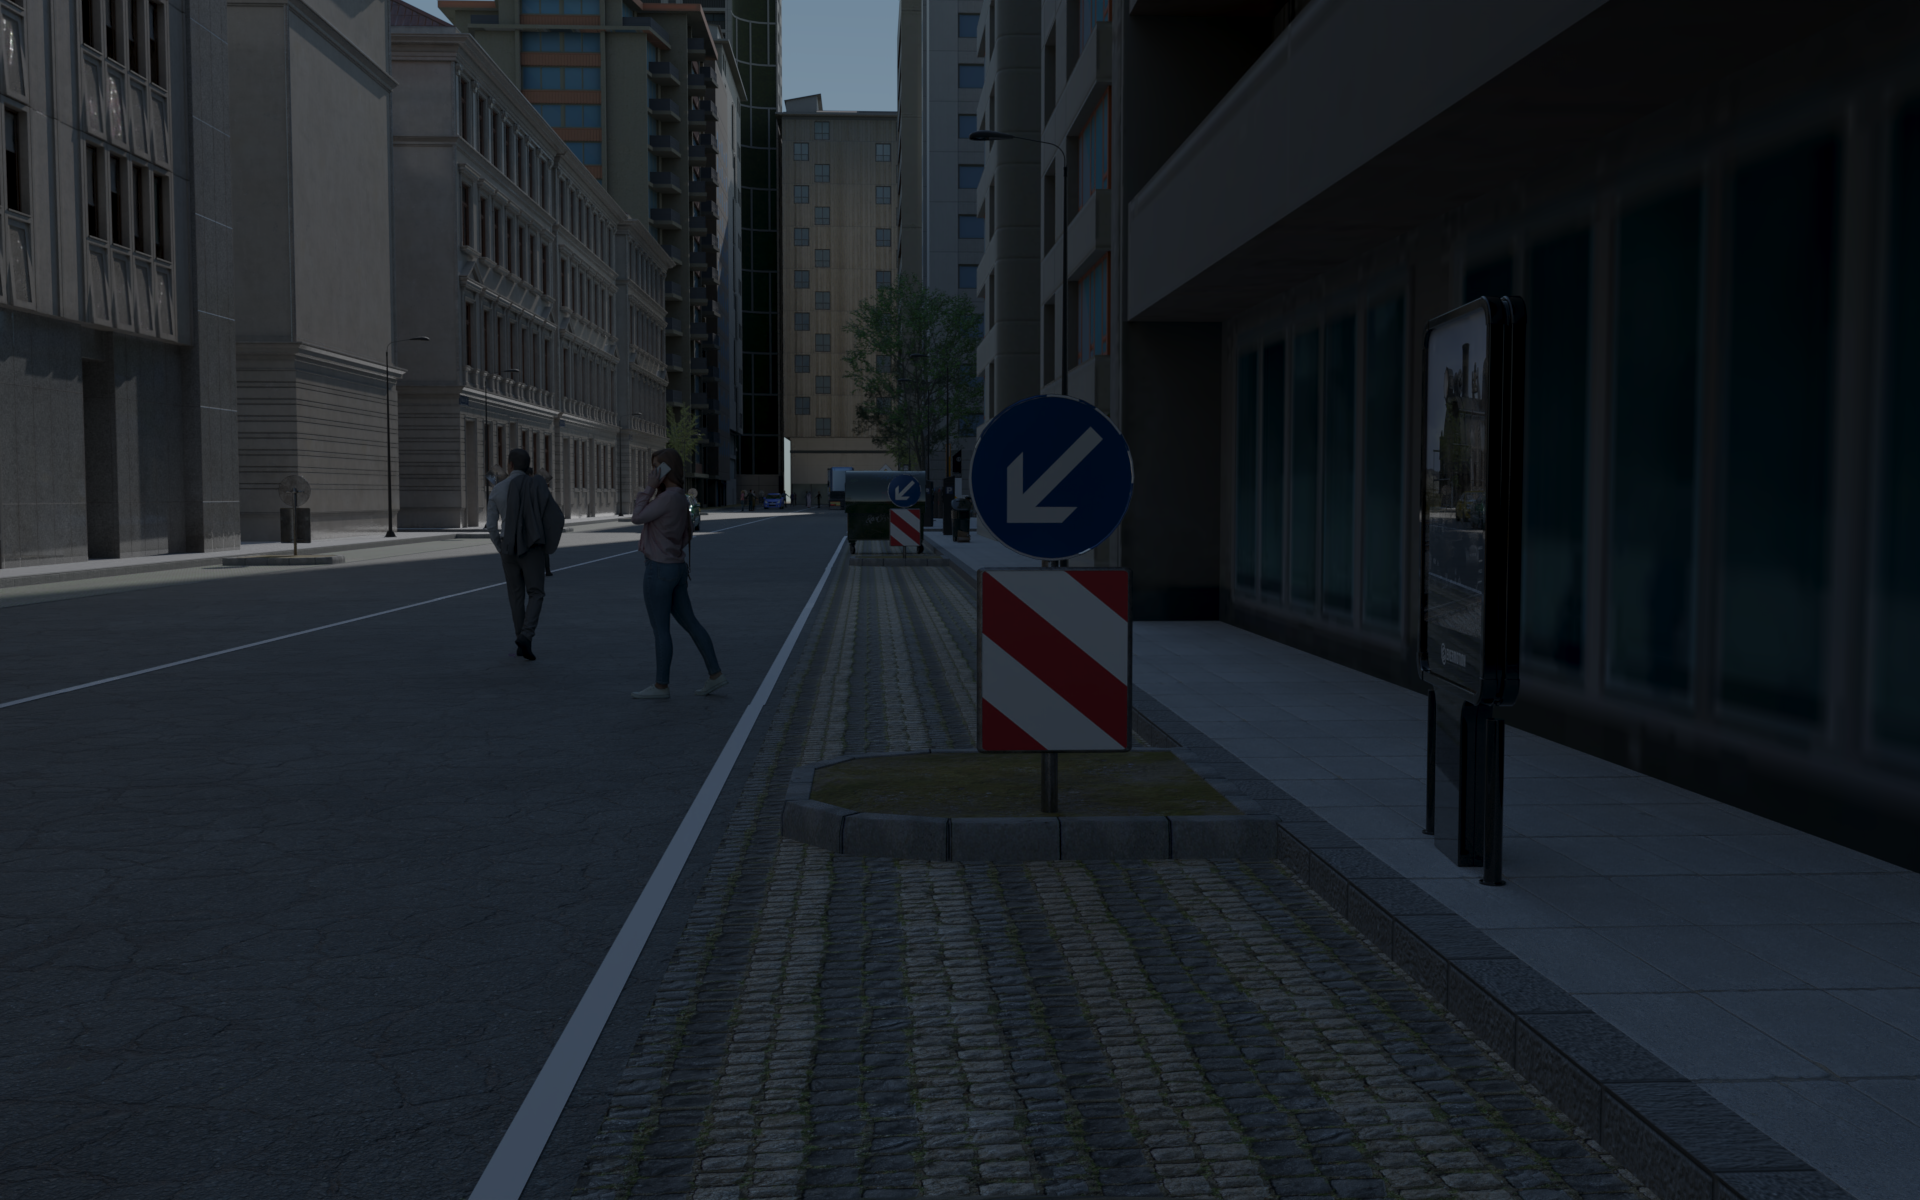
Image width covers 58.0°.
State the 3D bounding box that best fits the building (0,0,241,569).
[{"bbox_3d":[-22.042,-12.899,28.918,12.078,24.808,19.932,0,4,-3],"label":"building"}]

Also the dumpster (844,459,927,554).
[{"bbox_3d":[-1.771,-2.226,41.347,1.985,2.255,1.502,0,4,-2],"label":"dumpster"}]

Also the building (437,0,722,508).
[{"bbox_3d":[-33.000,-30.499,153.289,22.147,44.769,28.867,0,4,-3],"label":"building"}]

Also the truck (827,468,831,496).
[{"bbox_3d":[-13.303,-12.415,191.896,2.839,4.237,11.283,0,4,-3],"label":"truck"}]

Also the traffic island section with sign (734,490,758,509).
[{"bbox_3d":[-20.702,-9.655,166.490,1.989,1.847,2.006,0,4,-3],"label":"traffic island section with sign"}]

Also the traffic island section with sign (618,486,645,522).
[{"bbox_3d":[-16.640,-4.976,89.980,1.989,1.847,2.006,0,4,-3],"label":"traffic island section with sign"}]

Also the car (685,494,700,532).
[{"bbox_3d":[-10.992,-3.340,66.412,2.131,1.459,4.920,0,4,-4],"label":"car"}]

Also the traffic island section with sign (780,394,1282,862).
[{"bbox_3d":[0.221,0.059,7.661,1.989,1.847,2.006,0,4,-3],"label":"traffic island section with sign"}]

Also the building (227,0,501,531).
[{"bbox_3d":[-24.276,-14.545,73.974,11.583,22.565,21.152,0,4,-3],"label":"building"}]

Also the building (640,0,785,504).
[{"bbox_3d":[-34.380,-48.500,231.231,20.611,71.187,20.563,0,4,-3],"label":"building"}]

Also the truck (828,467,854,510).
[{"bbox_3d":[-11.253,-10.769,165.824,2.967,4.110,18.799,0,4,-4],"label":"truck"}]

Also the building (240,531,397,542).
[{"bbox_3d":[-27.860,-13.108,50.475,21.152,22.565,11.583,0,4,-3],"label":"building"}]

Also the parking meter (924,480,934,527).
[{"bbox_3d":[-1.229,-3.792,67.711,0.399,1.863,0.255,1,4,21],"label":"parking meter"}]

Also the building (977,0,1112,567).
[{"bbox_3d":[15.103,-11.992,41.108,27.650,21.520,28.899,0,4,-3],"label":"building"}]

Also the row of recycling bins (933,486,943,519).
[{"bbox_3d":[-0.962,-5.139,91.133,1.069,1.692,3.534,-2,4,-26],"label":"row of recycling bins"}]

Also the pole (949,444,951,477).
[{"bbox_3d":[-0.471,-4.667,70.141,0.158,3.312,0.155,0,3,0],"label":"pole"}]

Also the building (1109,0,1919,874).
[{"bbox_3d":[12.767,-23.439,6.926,21.300,48.544,21.600,0,4,-3],"label":"building"}]

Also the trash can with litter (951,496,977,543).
[{"bbox_3d":[0.113,-2.125,46.132,0.624,1.170,1.055,-1,4,-10],"label":"trash can with litter"}]

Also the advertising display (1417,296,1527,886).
[{"bbox_3d":[1.773,-0.053,6.073,0.123,1.923,0.974,0,4,3],"label":"advertising display"}]

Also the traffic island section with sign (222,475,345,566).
[{"bbox_3d":[-13.752,-1.641,35.458,1.989,1.847,2.006,0,4,-3],"label":"traffic island section with sign"}]

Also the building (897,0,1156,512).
[{"bbox_3d":[5.133,-32.674,157.916,21.300,48.544,21.600,0,4,-3],"label":"building"}]

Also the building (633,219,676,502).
[{"bbox_3d":[-26.085,-17.160,116.724,11.583,22.565,21.152,0,4,-3],"label":"building"}]

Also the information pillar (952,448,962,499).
[{"bbox_3d":[-0.139,-5.967,88.919,0.504,3.616,0.183,0,4,-6],"label":"information pillar"}]

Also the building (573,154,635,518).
[{"bbox_3d":[-25.399,-15.835,95.056,11.583,22.565,21.152,0,4,-3],"label":"building"}]

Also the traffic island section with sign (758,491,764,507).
[{"bbox_3d":[-22.137,-11.315,193.621,1.989,1.847,2.006,0,4,-3],"label":"traffic island section with sign"}]

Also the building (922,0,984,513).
[{"bbox_3d":[7.871,-35.279,118.807,21.231,58.520,28.212,0,4,-3],"label":"building"}]

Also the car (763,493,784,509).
[{"bbox_3d":[-17.726,-9.504,164.983,1.945,1.707,3.694,0,4,-1],"label":"car"}]

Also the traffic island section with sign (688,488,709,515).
[{"bbox_3d":[-18.101,-6.656,117.445,1.989,1.847,2.006,0,4,-3],"label":"traffic island section with sign"}]

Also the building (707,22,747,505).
[{"bbox_3d":[-39.209,-37.359,200.066,27.495,52.752,28.713,0,4,-3],"label":"building"}]

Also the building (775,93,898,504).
[{"bbox_3d":[-10.573,-39.621,237.045,27.495,52.752,28.713,0,4,-3],"label":"building"}]

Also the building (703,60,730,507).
[{"bbox_3d":[-30.933,-32.129,175.427,14.600,45.320,14.200,0,4,-3],"label":"building"}]

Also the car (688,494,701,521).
[{"bbox_3d":[-13.366,-4.429,82.634,2.015,1.641,3.980,0,4,-3],"label":"car"}]
